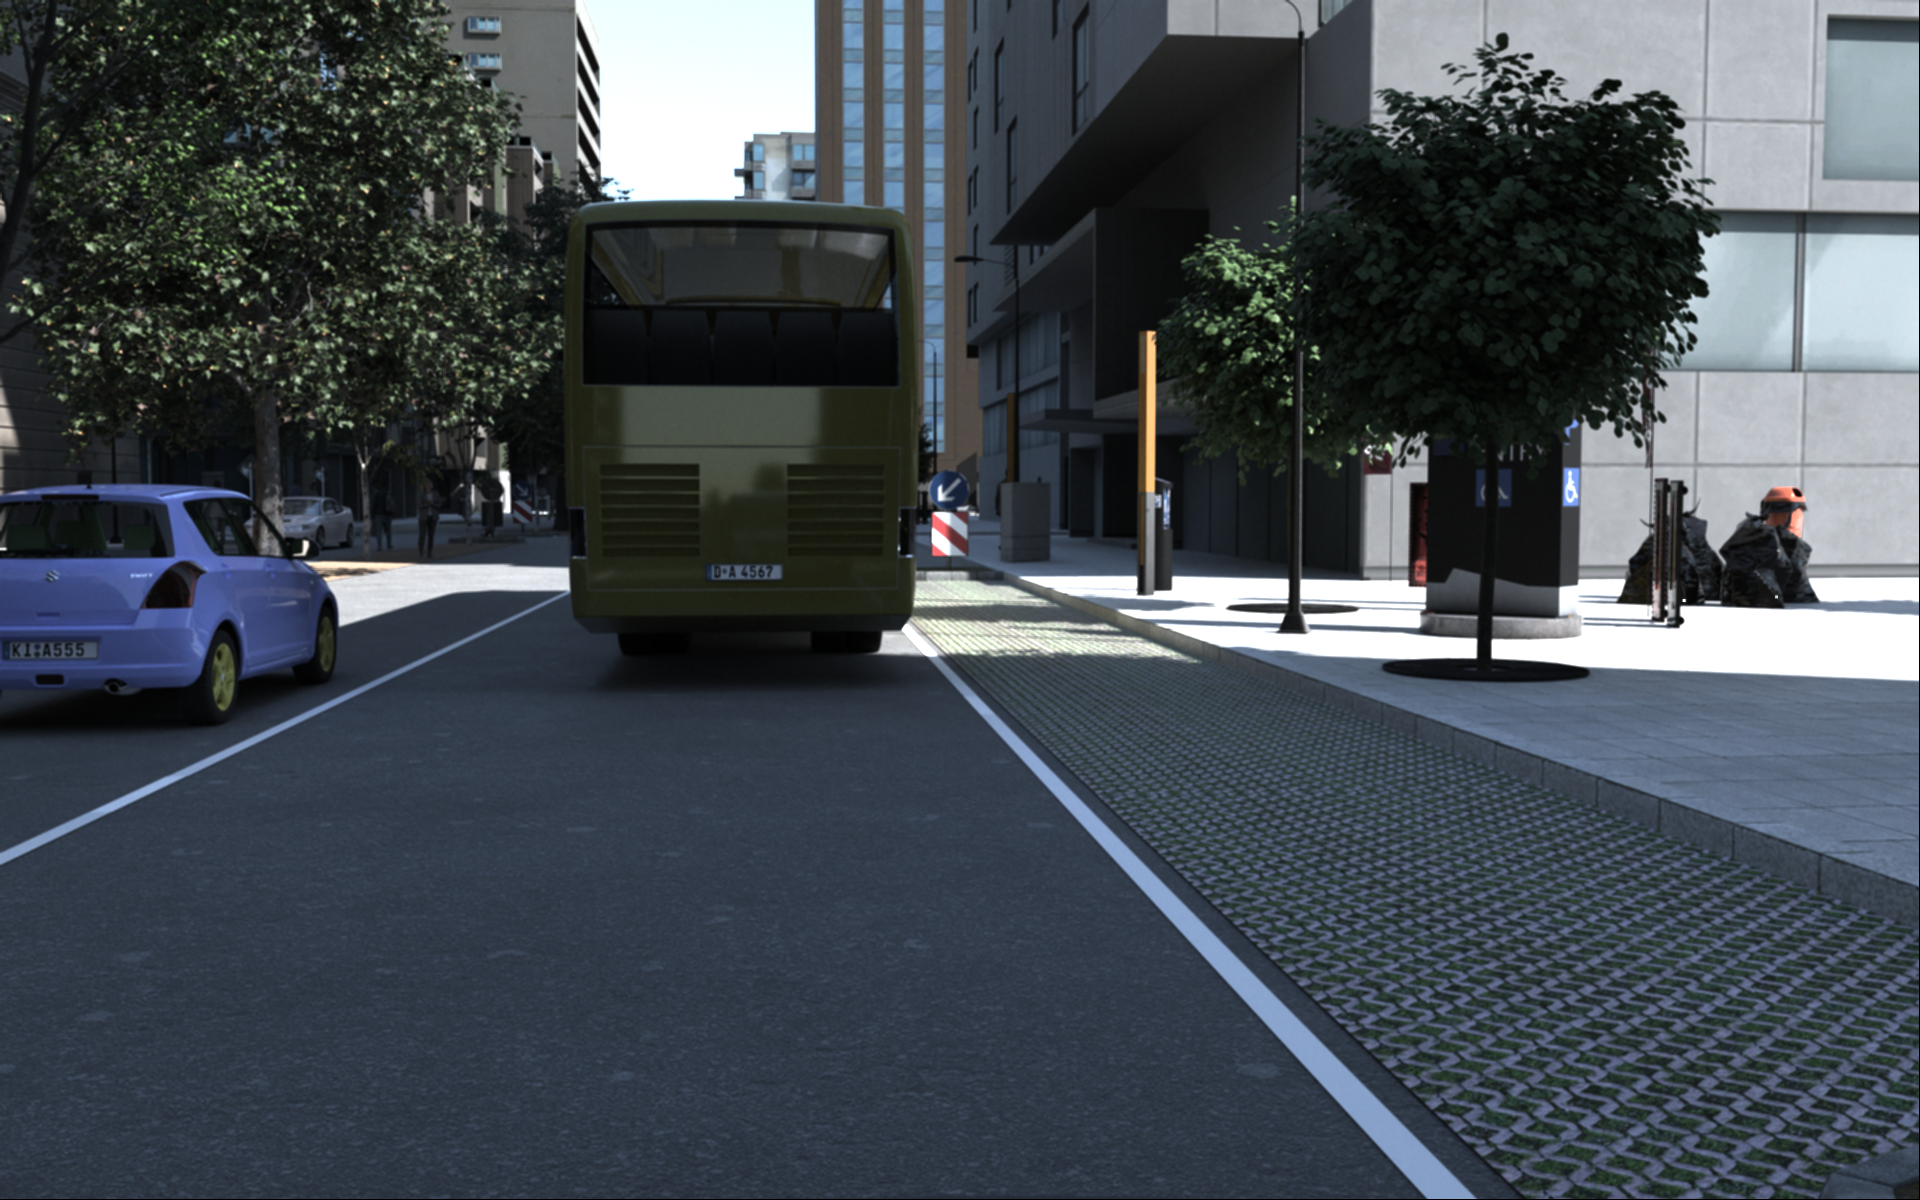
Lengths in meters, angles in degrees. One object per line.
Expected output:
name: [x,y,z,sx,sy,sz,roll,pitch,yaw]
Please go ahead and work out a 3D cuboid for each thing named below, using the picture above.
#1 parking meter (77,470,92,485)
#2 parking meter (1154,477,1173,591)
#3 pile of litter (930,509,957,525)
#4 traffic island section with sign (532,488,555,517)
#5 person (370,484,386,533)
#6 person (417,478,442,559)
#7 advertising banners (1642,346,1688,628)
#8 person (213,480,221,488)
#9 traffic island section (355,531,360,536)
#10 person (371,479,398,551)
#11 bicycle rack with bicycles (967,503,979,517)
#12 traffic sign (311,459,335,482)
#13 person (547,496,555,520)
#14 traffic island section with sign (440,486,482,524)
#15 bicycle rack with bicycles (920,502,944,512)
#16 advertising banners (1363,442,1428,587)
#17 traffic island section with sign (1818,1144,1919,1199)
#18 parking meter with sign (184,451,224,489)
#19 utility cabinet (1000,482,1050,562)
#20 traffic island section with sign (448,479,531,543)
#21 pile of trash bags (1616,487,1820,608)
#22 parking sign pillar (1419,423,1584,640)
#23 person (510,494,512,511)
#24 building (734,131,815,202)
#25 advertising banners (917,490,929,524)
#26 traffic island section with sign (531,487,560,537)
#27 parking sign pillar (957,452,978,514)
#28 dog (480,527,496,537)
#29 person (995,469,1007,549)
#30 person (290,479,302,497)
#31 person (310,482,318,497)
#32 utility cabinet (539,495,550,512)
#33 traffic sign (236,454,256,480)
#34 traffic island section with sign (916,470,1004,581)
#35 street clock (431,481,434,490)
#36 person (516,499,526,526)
parking meter: [-21.154,-2.213,41.893,0.255,1.863,0.399,-1,4,-15]
parking meter: [2.638,-0.892,23.000,0.372,1.533,0.369,0,3,0]
pile of litter: [-0.531,-3.520,71.515,1.719,0.858,1.176,-2,4,-32]
traffic island section with sign: [-26.495,-6.192,109.871,1.989,1.847,2.006,0,4,-6]
person: [-21.105,-3.323,63.016,0.721,1.800,0.419,-3,5,-42]
person: [-11.762,-1.820,38.439,0.537,1.800,0.526,-2,4,-24]
advertising banners: [7.045,-1.296,17.379,0.090,3.025,2.074,1,4,12]
person: [-18.780,-2.143,43.819,0.678,1.792,0.850,-2,4,-28]
traffic island section: [-21.335,-2.185,58.011,2.009,0.180,2.903,0,4,-6]
person: [-14.560,-2.146,43.575,0.794,1.824,0.713,-1,4,-8]
bicycle rack with bicycles: [1.829,-5.227,98.837,2.925,0.926,2.852,1,4,13]
traffic sign: [-21.313,-3.410,57.946,0.795,2.593,0.064,0,4,-6]
person: [-22.862,-5.159,97.124,0.640,1.303,0.475,-1,4,-19]
traffic island section with sign: [-23.609,-4.519,82.512,1.989,1.847,2.006,0,4,-6]
bicycle rack with bicycles: [-2.278,-5.867,109.304,2.925,0.926,2.852,-1,4,-13]
advertising banners: [6.446,-1.684,23.727,2.074,3.025,0.090,1,4,20]
traffic island section with sign: [2.480,0.374,2.516,1.989,1.847,2.006,0,4,-6]
parking meter with sign: [-25.340,-3.825,58.793,1.738,3.016,0.543,-1,4,-20]
utility cabinet: [1.238,-1.481,32.886,0.318,1.500,1.173,3,5,40]
traffic island section with sign: [-13.880,-2.622,51.003,2.006,1.907,1.989,0,4,-6]
pile of trash bags: [9.428,-0.683,20.918,1.912,1.369,3.447,3,5,43]
parking sign pillar: [4.977,-1.674,15.845,1.447,3.967,1.447,3,5,42]
person: [-33.236,-7.185,127.763,0.590,1.304,0.306,0,4,6]
building: [-14.318,-37.274,229.043,30.456,49.044,23.786,0,4,-6]
advertising banners: [-1.799,-4.715,73.270,0.090,3.025,2.074,2,4,24]
traffic island section with sign: [-14.650,-3.072,58.370,2.006,1.907,1.989,0,4,-6]
parking sign pillar: [0.408,-7.483,110.821,1.447,3.967,1.447,-1,4,-12]
dog: [-14.825,-2.286,54.216,0.800,0.831,0.513,2,4,34]
person: [1.006,-1.846,36.131,0.656,1.842,0.836,1,4,19]
person: [-23.568,-3.393,61.538,0.581,1.822,0.654,-3,5,-39]
person: [-24.619,-3.620,65.984,0.466,1.731,0.760,1,4,22]
utility cabinet: [-30.391,-7.065,126.675,1.020,1.237,0.306,3,5,44]
traffic sign: [-20.473,-2.924,50.005,0.795,2.593,0.064,0,4,-6]
traffic island section with sign: [-0.364,-1.266,29.321,1.989,1.847,2.006,0,4,-6]
street clock: [-30.371,-5.815,99.649,0.358,2.002,0.471,-1,4,-23]
person: [-19.921,-4.138,78.747,0.523,1.515,0.503,-2,4,-30]
